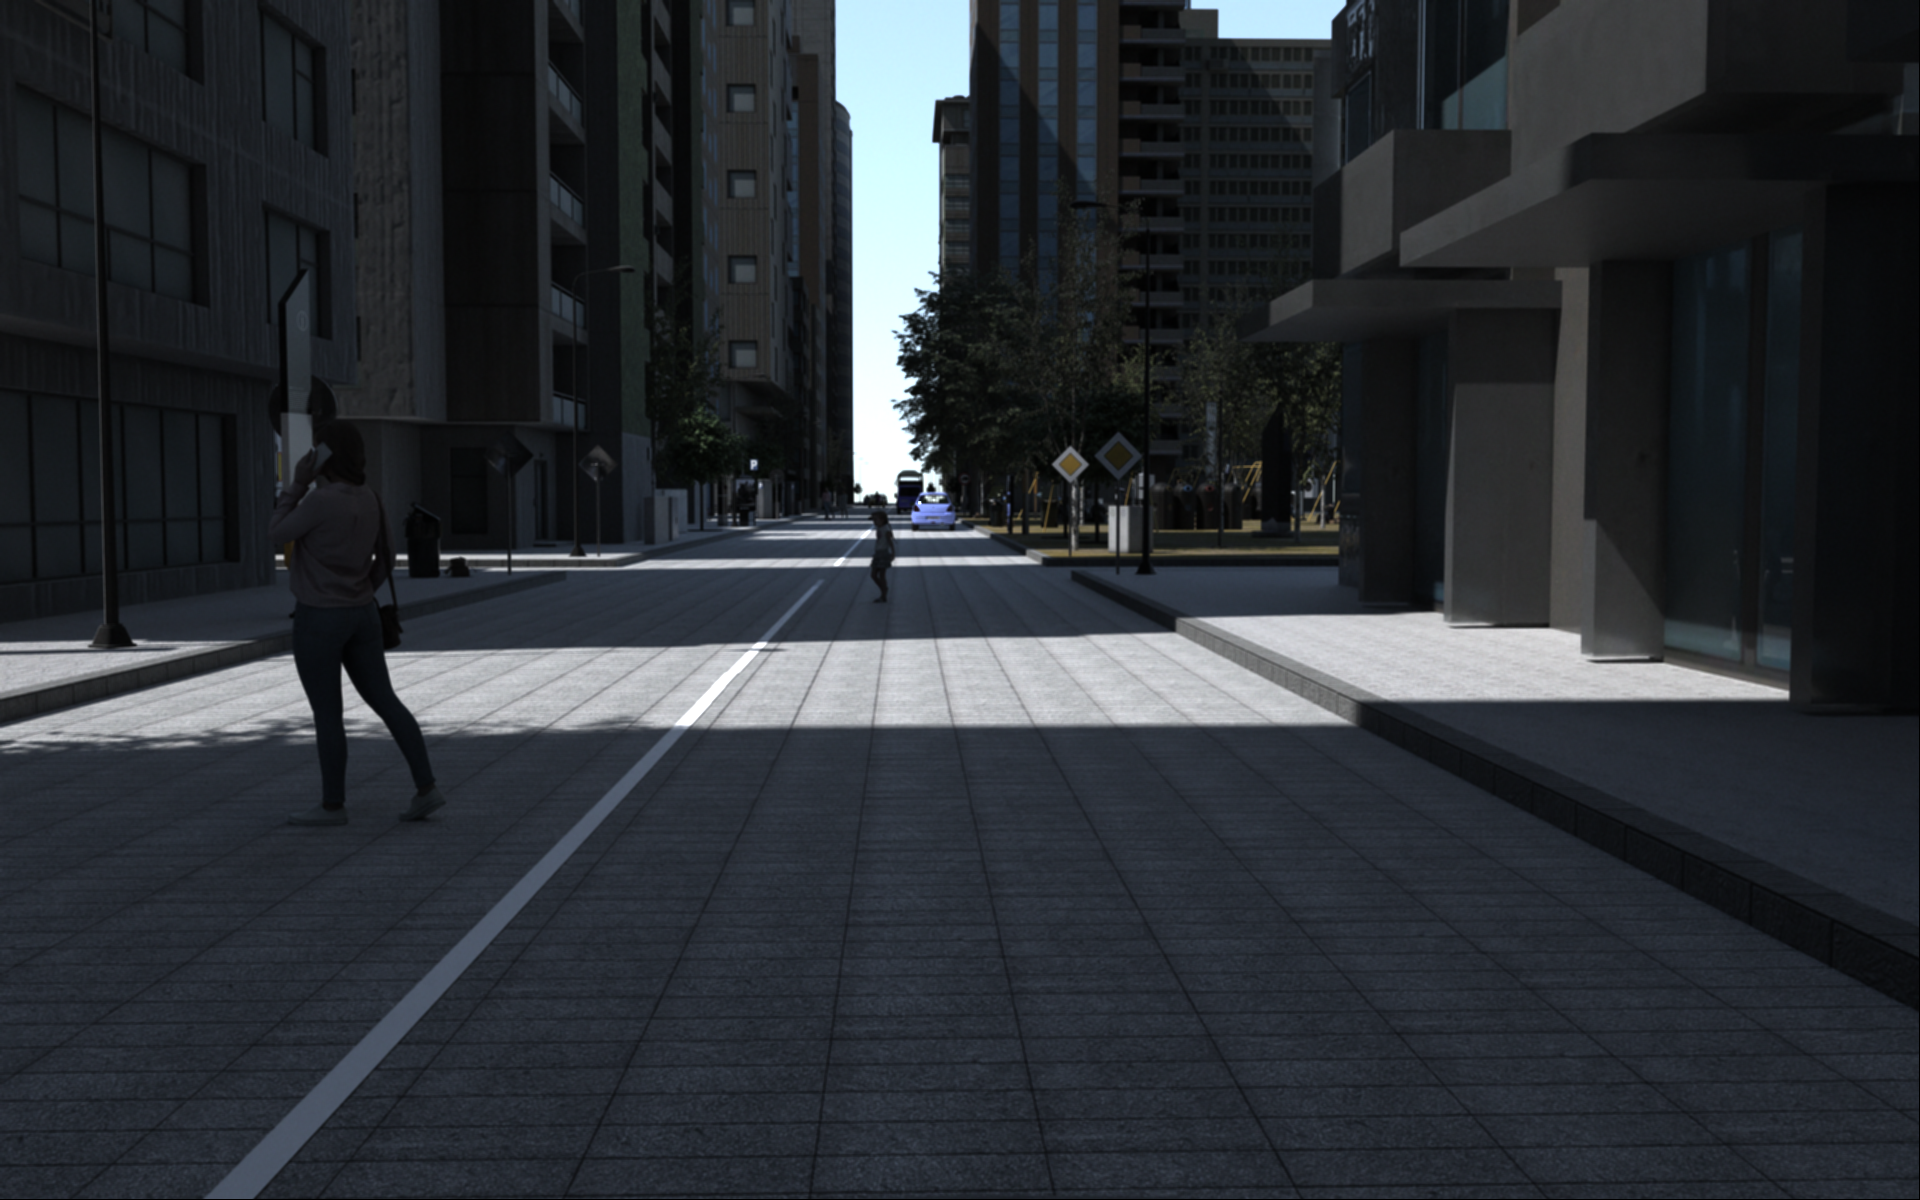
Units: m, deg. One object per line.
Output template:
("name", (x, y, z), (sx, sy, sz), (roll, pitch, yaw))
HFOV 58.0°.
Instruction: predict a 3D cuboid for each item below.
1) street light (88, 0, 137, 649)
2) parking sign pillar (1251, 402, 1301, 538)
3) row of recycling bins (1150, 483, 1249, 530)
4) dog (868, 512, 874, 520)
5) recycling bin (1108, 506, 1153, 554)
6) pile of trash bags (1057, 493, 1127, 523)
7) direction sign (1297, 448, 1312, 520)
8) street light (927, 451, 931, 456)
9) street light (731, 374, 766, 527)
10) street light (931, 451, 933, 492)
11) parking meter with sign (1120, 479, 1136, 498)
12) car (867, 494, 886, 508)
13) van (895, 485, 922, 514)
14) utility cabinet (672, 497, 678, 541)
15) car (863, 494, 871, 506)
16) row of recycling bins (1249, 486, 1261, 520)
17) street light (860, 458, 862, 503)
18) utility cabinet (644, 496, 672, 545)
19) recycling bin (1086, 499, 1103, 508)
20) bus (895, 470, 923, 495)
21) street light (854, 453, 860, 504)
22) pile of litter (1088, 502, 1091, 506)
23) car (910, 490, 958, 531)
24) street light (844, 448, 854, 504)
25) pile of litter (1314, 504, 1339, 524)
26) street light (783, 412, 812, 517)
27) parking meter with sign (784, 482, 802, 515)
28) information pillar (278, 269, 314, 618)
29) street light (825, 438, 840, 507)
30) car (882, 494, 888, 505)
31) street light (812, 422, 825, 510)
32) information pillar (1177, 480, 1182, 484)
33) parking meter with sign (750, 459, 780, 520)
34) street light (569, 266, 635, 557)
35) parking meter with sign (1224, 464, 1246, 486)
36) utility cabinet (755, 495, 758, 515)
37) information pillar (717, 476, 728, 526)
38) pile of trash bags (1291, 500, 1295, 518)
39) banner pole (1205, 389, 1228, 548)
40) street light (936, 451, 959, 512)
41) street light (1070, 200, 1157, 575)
("street light", (-6.572, -2.558, 14.368), (1.470, 5.913, 1.316), (0, 4, -2))
("parking sign pillar", (9.363, -3.839, 51.245), (1.447, 3.967, 1.447), (-1, 4, -12))
("row of recycling bins", (8.454, -3.377, 62.334), (3.534, 1.692, 1.069), (-1, 4, -16))
("dog", (-4.876, -4.667, 96.497), (0.550, 0.427, 0.748), (0, 4, 7))
("recycling bin", (3.715, -1.536, 37.675), (0.722, 1.027, 0.722), (-2, 4, -33))
("pile of trash bags", (6.067, -4.203, 78.472), (3.447, 1.369, 1.912), (-2, 4, -26))
("direction sign", (16.788, -5.661, 84.551), (0.876, 3.537, 0.379), (-2, 4, -28))
("street light", (-2.792, -13.101, 186.736), (1.470, 5.913, 1.316), (0, 4, -2))
("street light", (-8.189, -5.777, 67.001), (1.470, 5.913, 1.316), (0, 4, -2))
("street light", (-1.640, -11.142, 154.717), (1.470, 5.913, 1.316), (0, 4, -2))
("parking meter with sign", (9.753, -6.320, 99.588), (0.543, 3.016, 1.738), (-2, 4, -34))
("car", (-8.766, -10.521, 182.244), (2.015, 1.641, 3.980), (0, 4, -1))
("van", (-3.620, -7.387, 125.156), (2.240, 2.365, 5.245), (0, 4, -2))
("utility cabinet", (-7.974, -2.234, 47.692), (0.306, 1.237, 1.020), (0, 4, 0))
("car", (-10.802, -12.137, 210.444), (2.014, 1.417, 4.499), (0, 4, 0))
("row of recycling bins", (13.640, -4.827, 86.042), (3.534, 1.692, 1.069), (-1, 4, -9))
("street light", (-13.323, -15.478, 225.598), (1.470, 5.913, 1.316), (0, 4, -2))
("utility cabinet", (-7.795, -2.036, 44.447), (0.306, 1.237, 1.020), (1, 4, 11))
("recycling bin", (7.479, -5.116, 96.198), (0.722, 1.027, 0.722), (2, 4, 27))
("bus", (-5.198, -11.424, 178.331), (2.896, 3.916, 12.252), (0, 4, -3))
("street light", (-12.331, -13.591, 194.759), (1.470, 5.913, 1.316), (0, 4, -2))
("pile of litter", (6.693, -4.934, 94.640), (1.176, 0.858, 1.719), (0, 4, 0))
("car", (-1.029, -3.587, 68.243), (1.945, 1.707, 3.694), (0, 4, 0))
("street light", (-11.683, -12.302, 173.673), (1.470, 5.913, 1.316), (0, 4, -2))
("pile of litter", (16.151, -3.730, 74.951), (1.719, 0.858, 1.176), (0, 4, -1))
("street light", (-9.318, -7.679, 98.086), (1.470, 5.913, 1.316), (0, 4, -2))
("parking meter with sign", (-10.452, -6.674, 105.382), (1.738, 3.016, 0.543), (2, 4, 26))
("information pillar", (-6.833, -1.622, 17.872), (0.183, 3.616, 0.504), (1, 4, 8))
("street light", (-10.760, -10.415, 142.831), (1.470, 5.913, 1.316), (0, 4, -2))
("car", (-10.136, -12.905, 219.798), (1.959, 1.807, 4.718), (0, 4, -1))
("street light", (-9.655, -8.529, 111.995), (1.470, 5.913, 1.316), (0, 4, -2))
("information pillar", (11.687, -5.345, 91.877), (0.304, 2.012, 0.304), (0, 4, 5))
("parking meter with sign", (-9.824, -5.583, 87.539), (0.543, 3.016, 1.738), (2, 4, 35))
("street light", (-7.311, -3.846, 35.425), (1.470, 5.913, 1.316), (0, 4, -2))
("parking meter with sign", (16.144, -6.344, 99.988), (1.738, 3.016, 0.543), (2, 4, 32))
("utility cabinet", (-13.050, -5.902, 107.656), (1.020, 1.237, 0.306), (-2, 4, -31))
("information pillar", (-9.540, -3.980, 69.566), (0.304, 2.012, 0.304), (2, 4, 30))
("pile of trash bags", (16.230, -5.074, 92.707), (3.447, 1.369, 1.912), (-2, 4, -32))
("banner pole", (6.084, -3.139, 41.345), (0.401, 3.779, 0.863), (3, 5, 43))
("street light", (-0.767, -9.230, 123.459), (1.470, 5.913, 1.316), (0, 4, -2))
("street light", (2.438, -3.366, 27.569), (1.470, 5.913, 1.316), (0, 4, -2))
